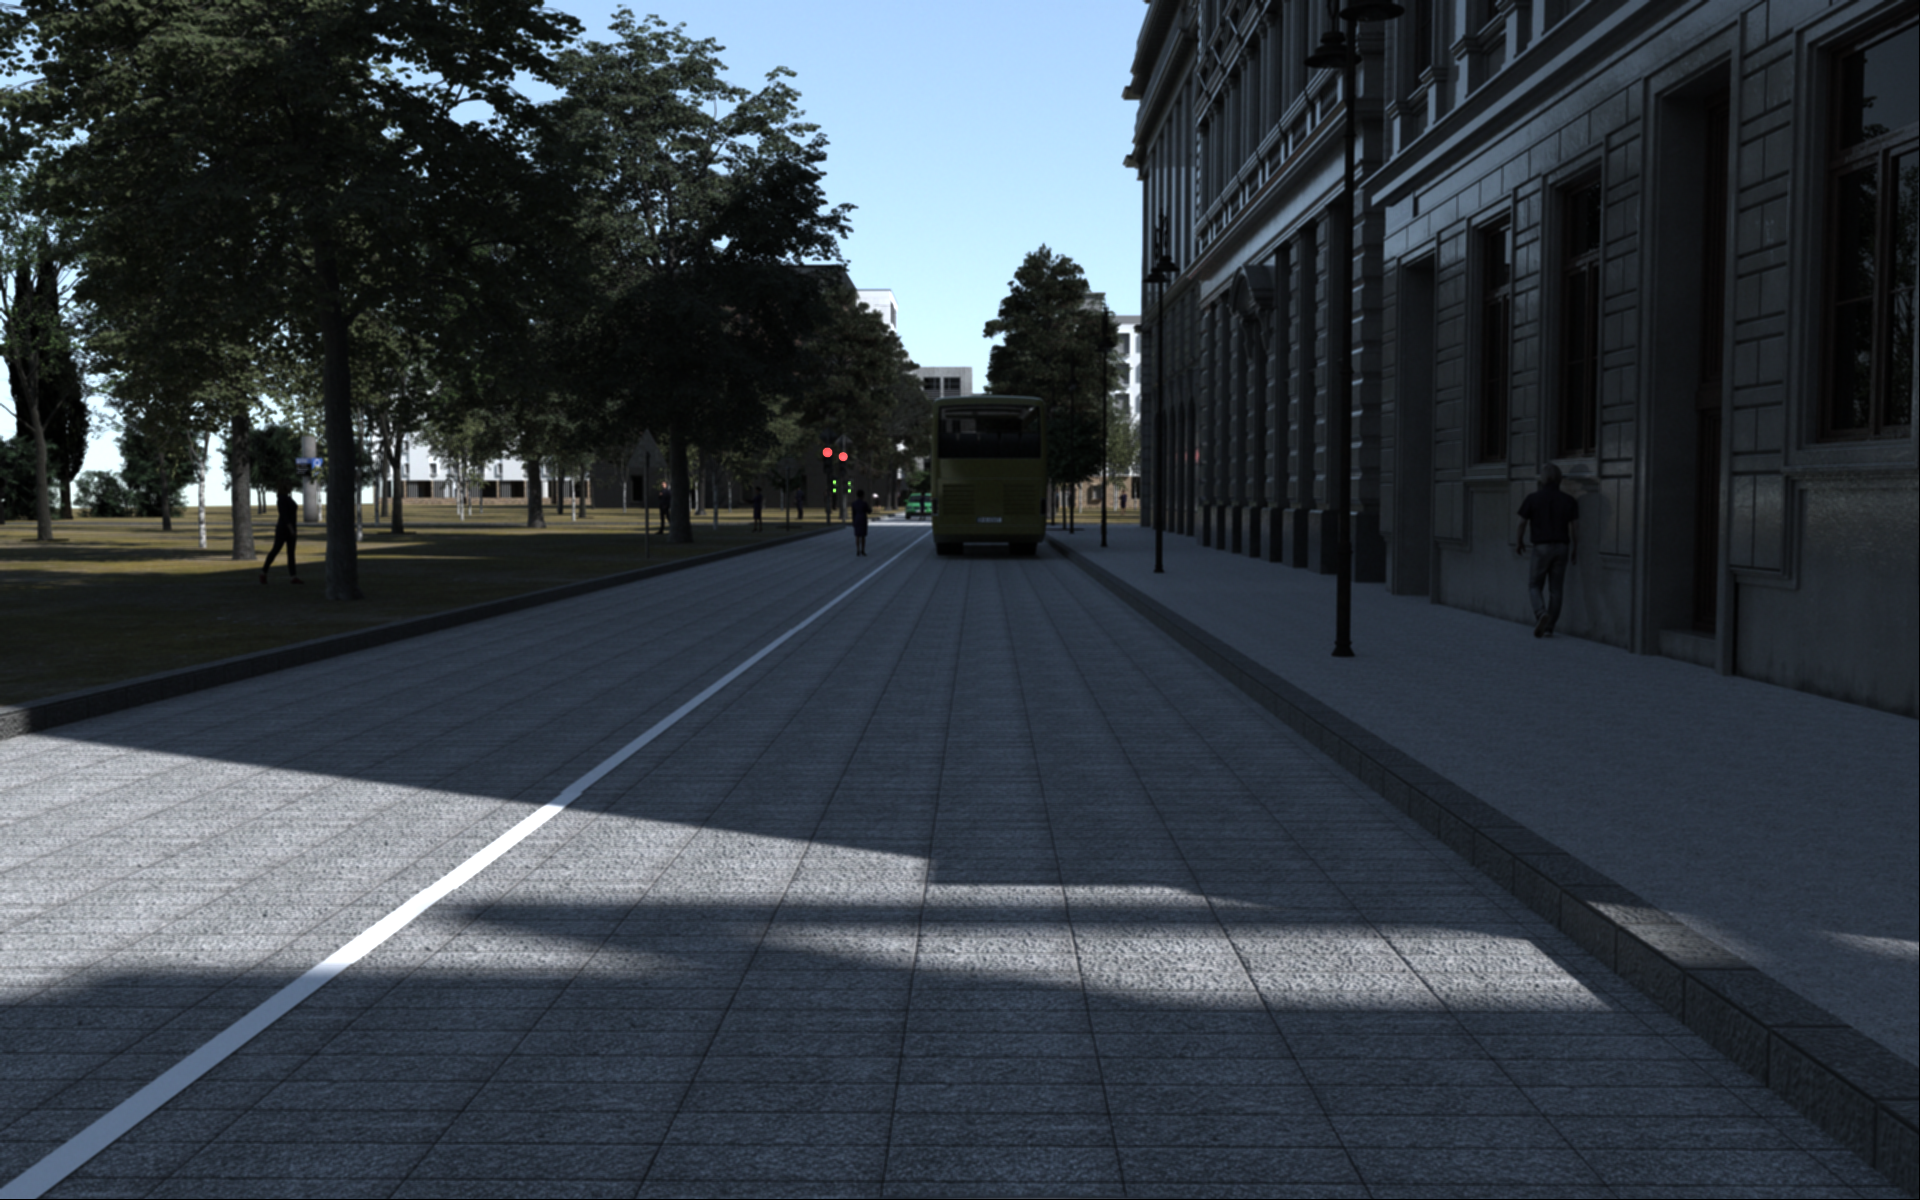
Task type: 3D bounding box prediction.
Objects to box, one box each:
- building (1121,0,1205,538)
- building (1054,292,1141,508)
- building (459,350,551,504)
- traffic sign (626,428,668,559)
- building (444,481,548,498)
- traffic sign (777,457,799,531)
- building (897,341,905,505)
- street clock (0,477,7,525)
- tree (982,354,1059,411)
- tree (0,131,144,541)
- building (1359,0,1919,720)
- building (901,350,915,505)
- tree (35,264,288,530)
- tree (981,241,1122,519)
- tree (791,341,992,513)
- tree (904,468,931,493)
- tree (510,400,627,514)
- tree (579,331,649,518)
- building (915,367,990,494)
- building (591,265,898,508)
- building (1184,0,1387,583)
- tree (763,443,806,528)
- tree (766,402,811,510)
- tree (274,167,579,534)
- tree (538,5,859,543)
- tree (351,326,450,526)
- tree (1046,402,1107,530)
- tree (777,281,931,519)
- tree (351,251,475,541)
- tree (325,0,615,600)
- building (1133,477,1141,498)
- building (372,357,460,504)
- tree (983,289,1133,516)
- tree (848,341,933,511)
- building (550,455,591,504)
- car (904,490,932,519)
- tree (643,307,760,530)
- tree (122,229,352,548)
[{"bbox_3d":[12.808,-13.109,56.136,13.314,21.916,24.055,0,4,1],"label":"building"},{"bbox_3d":[15.804,-19.053,167.935,16.016,20.091,11.380,0,4,1],"label":"building"},{"bbox_3d":[-55.662,-22.337,221.623,11.380,20.091,16.016,0,4,1],"label":"building"},{"bbox_3d":[-6.209,-2.099,34.327,0.884,2.594,0.081,1,4,10],"label":"traffic sign"},{"bbox_3d":[-64.754,-18.562,245.639,28.070,9.664,9.099,0,4,1],"label":"building"},{"bbox_3d":[-5.914,-3.627,59.404,0.768,2.556,0.104,1,4,8],"label":"traffic sign"},{"bbox_3d":[-14.951,-21.269,204.159,16.016,20.091,11.380,0,4,1],"label":"building"},{"bbox_3d":[-40.053,-4.144,72.325,0.471,2.002,0.358,-1,4,-10],"label":"street clock"},{"bbox_3d":[5.184,-13.127,132.751,7.486,12.596,7.792,0,3,0],"label":"tree"},{"bbox_3d":[-25.223,-7.423,47.124,9.928,11.665,9.643,0,3,0],"label":"tree"},{"bbox_3d":[10.437,-10.776,12.344,11.583,22.565,21.152,0,4,1],"label":"building"},{"bbox_3d":[-22.136,-21.668,220.721,31.486,18.905,16.747,0,4,1],"label":"building"},{"bbox_3d":[-28.144,-7.759,61.268,8.767,10.594,7.601,-1,4,-21],"label":"tree"},{"bbox_3d":[4.686,-11.030,87.765,7.806,13.903,7.818,0,3,0],"label":"tree"},{"bbox_3d":[-6.303,-12.737,118.620,12.009,13.543,11.850,0,3,0],"label":"tree"},{"bbox_3d":[-4.022,-14.469,220.287,4.285,4.588,4.351,0,3,0],"label":"tree"},{"bbox_3d":[-25.480,-10.830,111.488,7.601,10.594,8.767,1,4,12],"label":"tree"},{"bbox_3d":[-19.929,-10.160,91.879,9.928,11.665,9.643,0,3,0],"label":"tree"},{"bbox_3d":[-6.609,-23.375,248.632,31.486,18.905,16.747,0,4,1],"label":"building"},{"bbox_3d":[-20.868,-19.992,170.847,27.936,21.610,32.646,0,4,1],"label":"building"},{"bbox_3d":[10.626,-12.517,33.536,11.050,23.489,19.941,0,4,1],"label":"building"},{"bbox_3d":[-6.681,-4.371,66.064,1.663,3.219,1.824,0,3,0],"label":"tree"},{"bbox_3d":[-13.679,-11.303,135.165,4.737,8.622,4.395,0,3,0],"label":"tree"},{"bbox_3d":[-18.321,-7.945,55.663,9.928,11.665,9.643,0,3,0],"label":"tree"},{"bbox_3d":[-7.446,-8.491,45.476,9.857,13.997,8.962,0,3,0],"label":"tree"},{"bbox_3d":[-23.078,-7.229,68.556,4.360,8.622,3.978,0,3,0],"label":"tree"},{"bbox_3d":[3.767,-4.783,61.923,4.285,4.588,4.351,0,3,0],"label":"tree"},{"bbox_3d":[-5.990,-10.118,87.486,6.751,12.117,7.091,0,3,0],"label":"tree"},{"bbox_3d":[-16.636,-5.915,47.076,4.737,8.622,4.395,0,3,0],"label":"tree"},{"bbox_3d":[-7.905,-6.266,20.572,7.486,12.596,7.792,0,3,0],"label":"tree"},{"bbox_3d":[25.251,-23.325,247.819,31.486,18.905,16.747,0,4,1],"label":"building"},{"bbox_3d":[-67.101,-22.323,221.407,11.380,20.091,16.016,0,4,1],"label":"building"},{"bbox_3d":[5.399,-12.038,103.479,9.857,13.997,8.962,0,3,0],"label":"tree"},{"bbox_3d":[-5.279,-13.772,132.596,7.806,13.903,7.818,0,3,0],"label":"tree"},{"bbox_3d":[-44.290,-22.294,220.933,11.380,20.091,16.016,0,4,1],"label":"building"},{"bbox_3d":[-2.226,-5.541,99.389,1.959,1.807,4.718,0,4,0],"label":"car"},{"bbox_3d":[-8.727,-6.794,61.445,4.360,8.622,3.978,0,3,0],"label":"tree"},{"bbox_3d":[-18.035,-5.564,41.338,4.737,8.622,4.395,0,3,0],"label":"tree"}]
